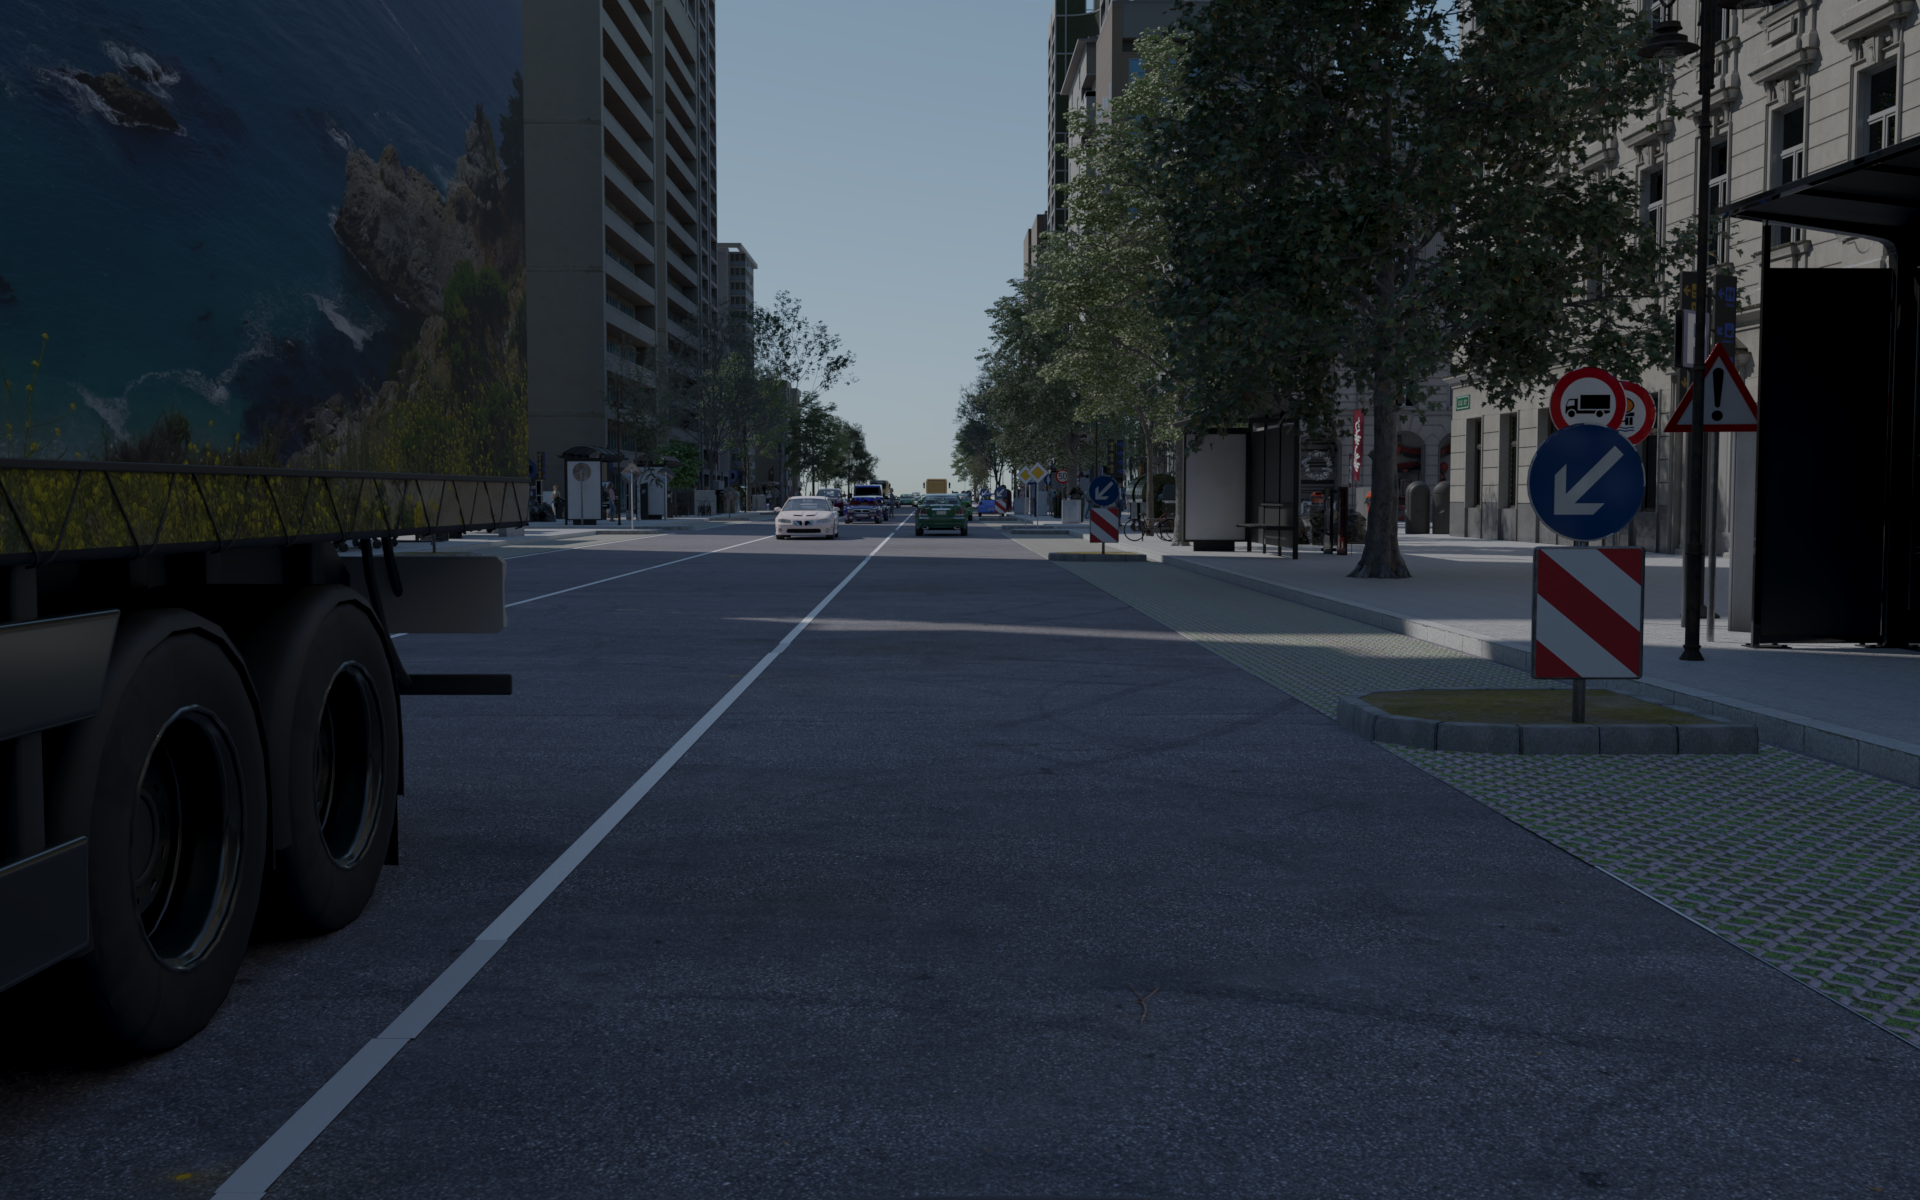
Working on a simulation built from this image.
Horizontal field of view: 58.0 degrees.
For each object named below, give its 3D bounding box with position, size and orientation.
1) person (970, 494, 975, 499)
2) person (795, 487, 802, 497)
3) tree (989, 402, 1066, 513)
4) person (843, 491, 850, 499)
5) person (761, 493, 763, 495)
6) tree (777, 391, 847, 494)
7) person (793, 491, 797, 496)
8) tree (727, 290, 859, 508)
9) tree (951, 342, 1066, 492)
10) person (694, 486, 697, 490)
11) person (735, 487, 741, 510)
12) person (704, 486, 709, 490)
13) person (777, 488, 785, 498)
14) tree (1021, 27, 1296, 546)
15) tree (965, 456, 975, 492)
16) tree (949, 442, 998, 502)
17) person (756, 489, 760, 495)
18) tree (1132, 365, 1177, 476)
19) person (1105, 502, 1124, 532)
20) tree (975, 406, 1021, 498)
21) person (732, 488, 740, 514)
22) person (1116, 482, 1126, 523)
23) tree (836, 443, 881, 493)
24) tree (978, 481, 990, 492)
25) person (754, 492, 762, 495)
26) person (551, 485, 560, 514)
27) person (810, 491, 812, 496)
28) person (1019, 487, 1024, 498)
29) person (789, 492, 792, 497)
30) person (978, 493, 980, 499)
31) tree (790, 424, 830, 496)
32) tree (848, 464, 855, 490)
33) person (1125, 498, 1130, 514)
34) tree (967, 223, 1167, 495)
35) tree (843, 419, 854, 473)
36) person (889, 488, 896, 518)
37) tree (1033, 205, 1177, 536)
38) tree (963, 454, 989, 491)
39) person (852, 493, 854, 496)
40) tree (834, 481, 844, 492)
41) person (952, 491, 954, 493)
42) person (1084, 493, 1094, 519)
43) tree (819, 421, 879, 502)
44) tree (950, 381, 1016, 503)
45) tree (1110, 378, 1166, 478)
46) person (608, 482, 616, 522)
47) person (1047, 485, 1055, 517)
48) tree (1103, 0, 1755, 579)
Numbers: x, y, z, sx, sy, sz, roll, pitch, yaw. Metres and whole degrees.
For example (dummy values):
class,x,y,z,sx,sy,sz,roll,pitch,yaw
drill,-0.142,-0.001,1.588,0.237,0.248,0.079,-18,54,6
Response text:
class,x,y,z,sx,sy,sz,roll,pitch,yaw
person,1.041,-9.799,171.902,0.799,1.438,0.628,-1,4,-12
person,-9.127,-5.490,98.351,0.616,1.811,0.778,3,5,42
tree,4.840,-10.117,115.775,4.360,8.622,3.978,0,3,0
person,-11.463,-9.946,171.635,1.217,1.766,0.721,0,4,-2
person,-24.630,-12.654,216.125,0.628,1.438,0.799,0,4,7
tree,-16.206,-16.615,189.786,7.486,12.596,7.792,0,3,0
person,-22.552,-14.123,237.395,0.568,1.767,0.683,1,4,13
tree,-15.371,-18.524,158.748,12.611,20.169,13.585,0,3,0
tree,4.311,-13.862,137.014,12.009,13.543,11.850,0,3,0
person,-16.886,-6.358,109.966,0.822,1.834,0.622,-1,4,-11
person,-16.903,-7.652,131.143,0.713,1.824,0.794,-2,4,-35
person,-17.853,-7.096,122.043,0.580,1.828,0.573,1,4,14
person,-16.805,-9.412,159.934,1.348,1.823,0.705,-2,4,-24
tree,5.396,-7.631,42.899,7.486,12.596,7.792,0,3,0
tree,2.565,-17.524,236.874,4.737,8.622,4.395,0,3,0
tree,2.161,-21.343,267.086,7.486,12.596,7.792,0,3,0
person,-17.425,-8.680,148.675,0.721,1.735,1.217,0,4,1
tree,11.014,-8.780,93.917,4.360,8.622,3.978,0,3,0
person,5.109,-3.204,58.269,0.795,1.843,0.661,0,4,-4
tree,3.966,-10.858,127.894,4.737,8.622,4.395,0,3,0
person,-14.748,-6.535,113.901,0.512,1.701,0.522,0,4,-2
person,7.007,-4.314,76.766,0.721,1.800,0.419,-1,4,-13
tree,-17.757,-21.857,291.766,7.601,10.594,8.767,3,5,42
tree,3.230,-13.664,218.001,1.663,3.219,1.824,0,3,0
person,-22.197,-11.265,190.183,1.348,1.831,0.705,-1,4,-13
person,-21.882,-5.323,93.631,0.519,1.759,0.362,2,4,28
person,-24.431,-16.831,282.012,0.721,1.735,1.217,1,4,13
person,3.979,-6.313,109.853,0.643,1.750,0.593,-1,4,-11
person,-23.675,-14.316,241.575,0.593,1.643,0.415,1,4,15
person,2.829,-16.378,274.620,0.742,1.727,0.445,0,4,5
tree,-15.886,-14.048,180.046,4.360,8.622,3.978,0,3,0
tree,-18.750,-21.511,302.059,4.737,8.622,4.395,0,3,0
person,10.685,-6.149,109.167,0.523,1.515,0.503,2,4,35
tree,5.020,-10.541,78.997,9.857,13.997,8.962,0,3,0
tree,-16.421,-17.420,210.577,9.928,11.665,9.643,0,3,0
person,-3.949,-5.714,102.101,0.526,1.800,0.537,1,4,11
tree,6.023,-7.237,52.742,8.767,10.594,7.601,3,4,38
tree,2.660,-16.079,213.252,4.360,8.622,3.978,0,3,0
person,-17.555,-17.165,287.418,1.217,1.736,0.721,2,4,24
tree,-17.980,-16.113,258.040,1.663,3.219,1.824,0,3,0
person,-0.706,-9.123,158.219,0.990,1.755,0.434,0,4,-2
person,6.707,-5.032,88.664,0.721,1.781,0.623,-2,4,-28
tree,-17.061,-21.404,266.967,9.611,12.733,9.660,0,3,0
tree,3.465,-14.184,157.656,9.928,11.665,9.643,0,3,0
tree,10.596,-9.337,103.029,4.737,8.622,4.395,0,3,0
person,-16.057,-4.518,79.916,0.388,1.821,0.555,-2,4,-25
person,5.229,-5.587,97.503,0.709,1.813,0.853,-2,4,-31
tree,6.587,-6.694,26.463,9.611,12.733,9.660,0,3,0
